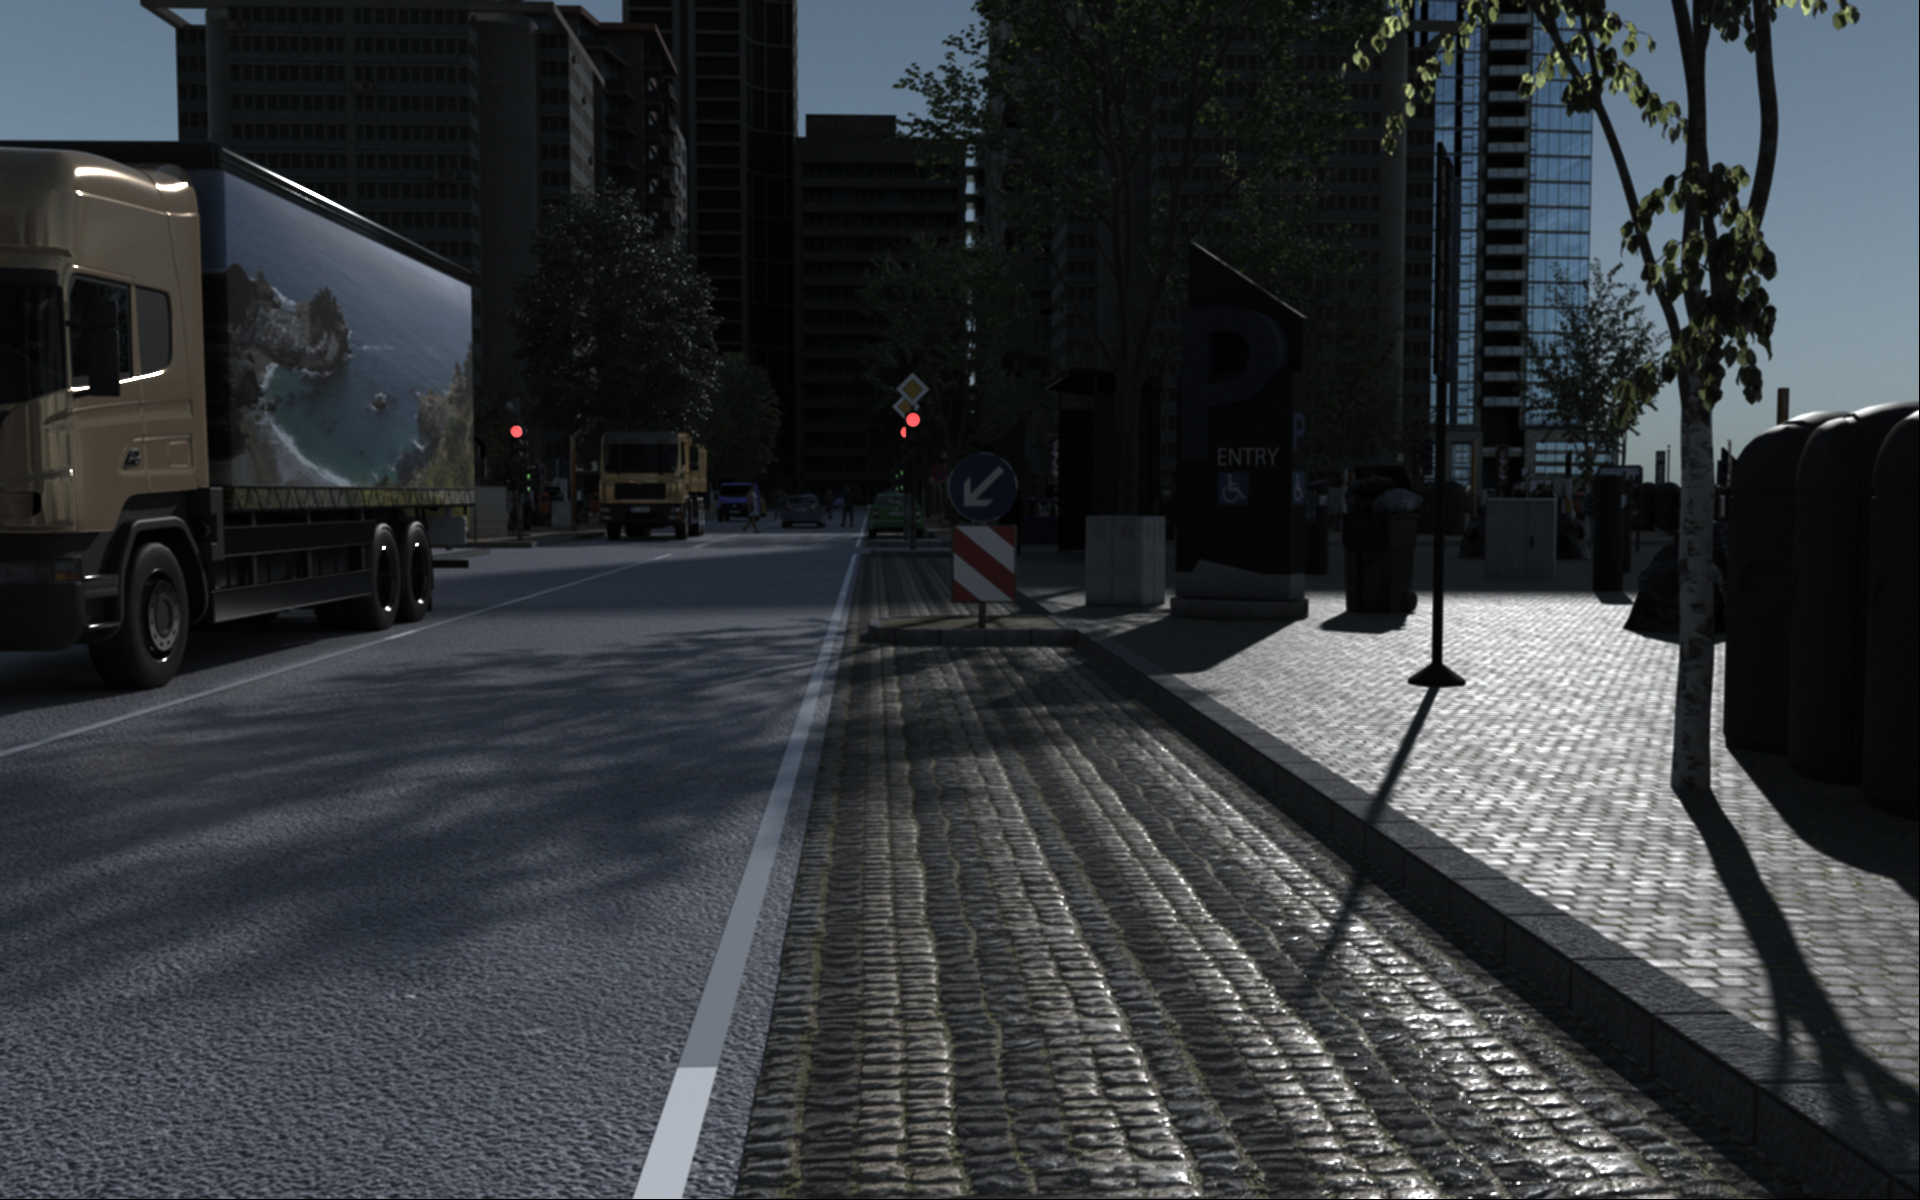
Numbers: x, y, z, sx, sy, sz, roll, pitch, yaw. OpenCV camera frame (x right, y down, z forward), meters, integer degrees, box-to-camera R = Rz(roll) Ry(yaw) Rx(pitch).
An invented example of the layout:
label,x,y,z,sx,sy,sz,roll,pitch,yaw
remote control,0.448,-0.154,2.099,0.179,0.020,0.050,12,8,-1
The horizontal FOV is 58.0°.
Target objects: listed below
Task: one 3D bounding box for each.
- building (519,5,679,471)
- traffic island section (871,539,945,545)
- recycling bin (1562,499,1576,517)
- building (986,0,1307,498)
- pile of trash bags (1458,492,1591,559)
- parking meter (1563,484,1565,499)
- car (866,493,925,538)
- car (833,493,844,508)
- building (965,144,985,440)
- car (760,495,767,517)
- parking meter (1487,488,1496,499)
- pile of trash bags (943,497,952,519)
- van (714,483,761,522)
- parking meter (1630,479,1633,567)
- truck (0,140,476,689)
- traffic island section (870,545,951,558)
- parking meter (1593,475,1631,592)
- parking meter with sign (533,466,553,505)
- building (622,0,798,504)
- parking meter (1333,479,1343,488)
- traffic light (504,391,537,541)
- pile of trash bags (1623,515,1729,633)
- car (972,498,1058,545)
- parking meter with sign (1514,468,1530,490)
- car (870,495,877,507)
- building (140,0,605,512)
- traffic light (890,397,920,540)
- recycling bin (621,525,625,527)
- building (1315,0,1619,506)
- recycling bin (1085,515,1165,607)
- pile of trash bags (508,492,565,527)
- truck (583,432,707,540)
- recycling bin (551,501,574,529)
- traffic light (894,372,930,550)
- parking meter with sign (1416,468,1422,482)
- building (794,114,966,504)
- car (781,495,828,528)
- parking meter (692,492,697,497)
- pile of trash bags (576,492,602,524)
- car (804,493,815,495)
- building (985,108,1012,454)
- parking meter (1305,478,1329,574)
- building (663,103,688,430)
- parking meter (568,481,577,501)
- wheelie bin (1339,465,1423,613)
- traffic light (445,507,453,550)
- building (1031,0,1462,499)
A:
label,x,y,z,sx,sy,sz,roll,pitch,yaw
building,-37.795,-30.865,159.265,22.147,44.769,28.867,0,4,-3
traffic island section,-1.466,-1.578,48.088,2.009,0.180,2.903,0,4,-3
recycling bin,32.143,-4.822,91.391,0.722,1.027,0.722,3,5,44
building,16.910,-35.084,162.866,28.713,52.752,27.495,0,4,-3
pile of trash bags,11.869,-1.526,34.700,3.447,1.369,1.912,-1,4,-18
parking meter,42.204,-7.022,120.527,0.255,1.863,0.399,3,4,36
car,-2.110,-2.944,56.937,1.959,1.807,4.718,0,4,-3
car,-11.867,-10.088,174.531,1.945,1.707,3.694,0,4,-2
building,15.627,-37.156,227.104,30.456,49.044,23.786,0,4,-3
car,-13.013,-5.970,107.828,2.015,1.641,3.980,0,4,-2
parking meter,23.888,-4.248,77.862,0.372,1.533,0.369,0,3,0
pile of trash bags,-0.007,-4.834,88.781,1.912,1.369,3.447,1,4,12
van,-11.647,-5.317,91.320,2.240,2.365,5.245,0,4,-2
parking meter,10.798,-1.220,28.363,0.372,1.533,0.369,0,3,0
truck,-7.138,-1.661,16.073,2.839,4.237,11.283,0,4,-1
traffic island section,-1.067,-1.091,40.113,2.009,0.180,2.903,0,4,-3
parking meter,8.590,-0.888,22.931,0.372,1.533,0.369,0,3,0
parking meter with sign,-25.342,-6.731,106.311,1.738,3.016,0.543,0,4,2
building,-31.346,-47.906,221.519,20.611,71.187,20.563,0,4,-3
parking meter,15.126,-3.891,69.328,0.255,1.863,0.399,-2,4,-34
traffic light,-12.053,-3.579,47.431,0.839,4.253,0.868,0,4,-3
pile of trash bags,8.103,-0.429,16.767,3.447,1.369,1.912,-3,4,-37
car,2.194,-1.864,43.055,3.894,1.354,1.945,0,4,-2
parking meter with sign,36.919,-7.223,114.355,0.543,3.016,1.738,3,5,45
car,-6.594,-8.126,145.442,1.945,1.354,3.894,0,4,-1
building,-41.294,-26.969,132.816,32.217,40.220,23.993,0,4,-3
traffic light,-1.506,-3.612,47.972,0.839,4.253,0.868,0,4,-3
recycling bin,-13.476,-3.401,68.167,0.722,1.027,0.722,1,4,9
building,51.785,-53.136,181.443,31.000,86.520,22.319,0,4,-3
recycling bin,1.920,-0.460,20.081,0.722,1.027,0.722,2,4,30
pile of trash bags,-16.809,-3.611,68.795,1.912,1.369,3.447,-2,4,-26
truck,-9.907,-3.691,56.279,3.469,3.379,9.791,0,4,-3
recycling bin,-14.558,-3.125,63.645,0.722,1.027,0.722,-2,4,-31
traffic light,-1.107,-3.124,39.997,0.839,4.253,0.868,0,4,-3
parking meter with sign,29.776,-7.229,114.463,0.543,3.016,1.738,-2,4,-26
building,-10.345,-36.765,224.808,21.600,48.544,21.300,0,4,-3
car,-6.726,-3.837,74.739,2.014,1.417,4.499,0,4,-2
parking meter,-16.275,-5.970,106.025,0.372,1.533,0.369,0,3,0
pile of trash bags,-16.730,-3.994,75.057,3.447,1.369,1.912,3,4,38
car,-16.480,-11.028,189.904,1.945,1.707,3.694,0,4,-3
building,9.551,-30.583,183.628,14.154,41.232,14.086,0,4,-3
parking meter,5.717,-1.183,27.758,0.372,1.533,0.369,0,3,0
building,-36.078,-30.523,182.637,14.086,41.232,14.154,0,4,-3
parking meter,-17.385,-4.402,77.687,0.399,1.863,0.255,0,4,-7
wheelie bin,4.582,-0.670,18.855,0.693,1.594,0.980,-3,5,-44
traffic light,-11.654,-3.091,39.456,0.839,4.253,0.868,0,4,-3
building,20.126,-27.258,137.557,32.217,40.220,23.993,0,4,-3
